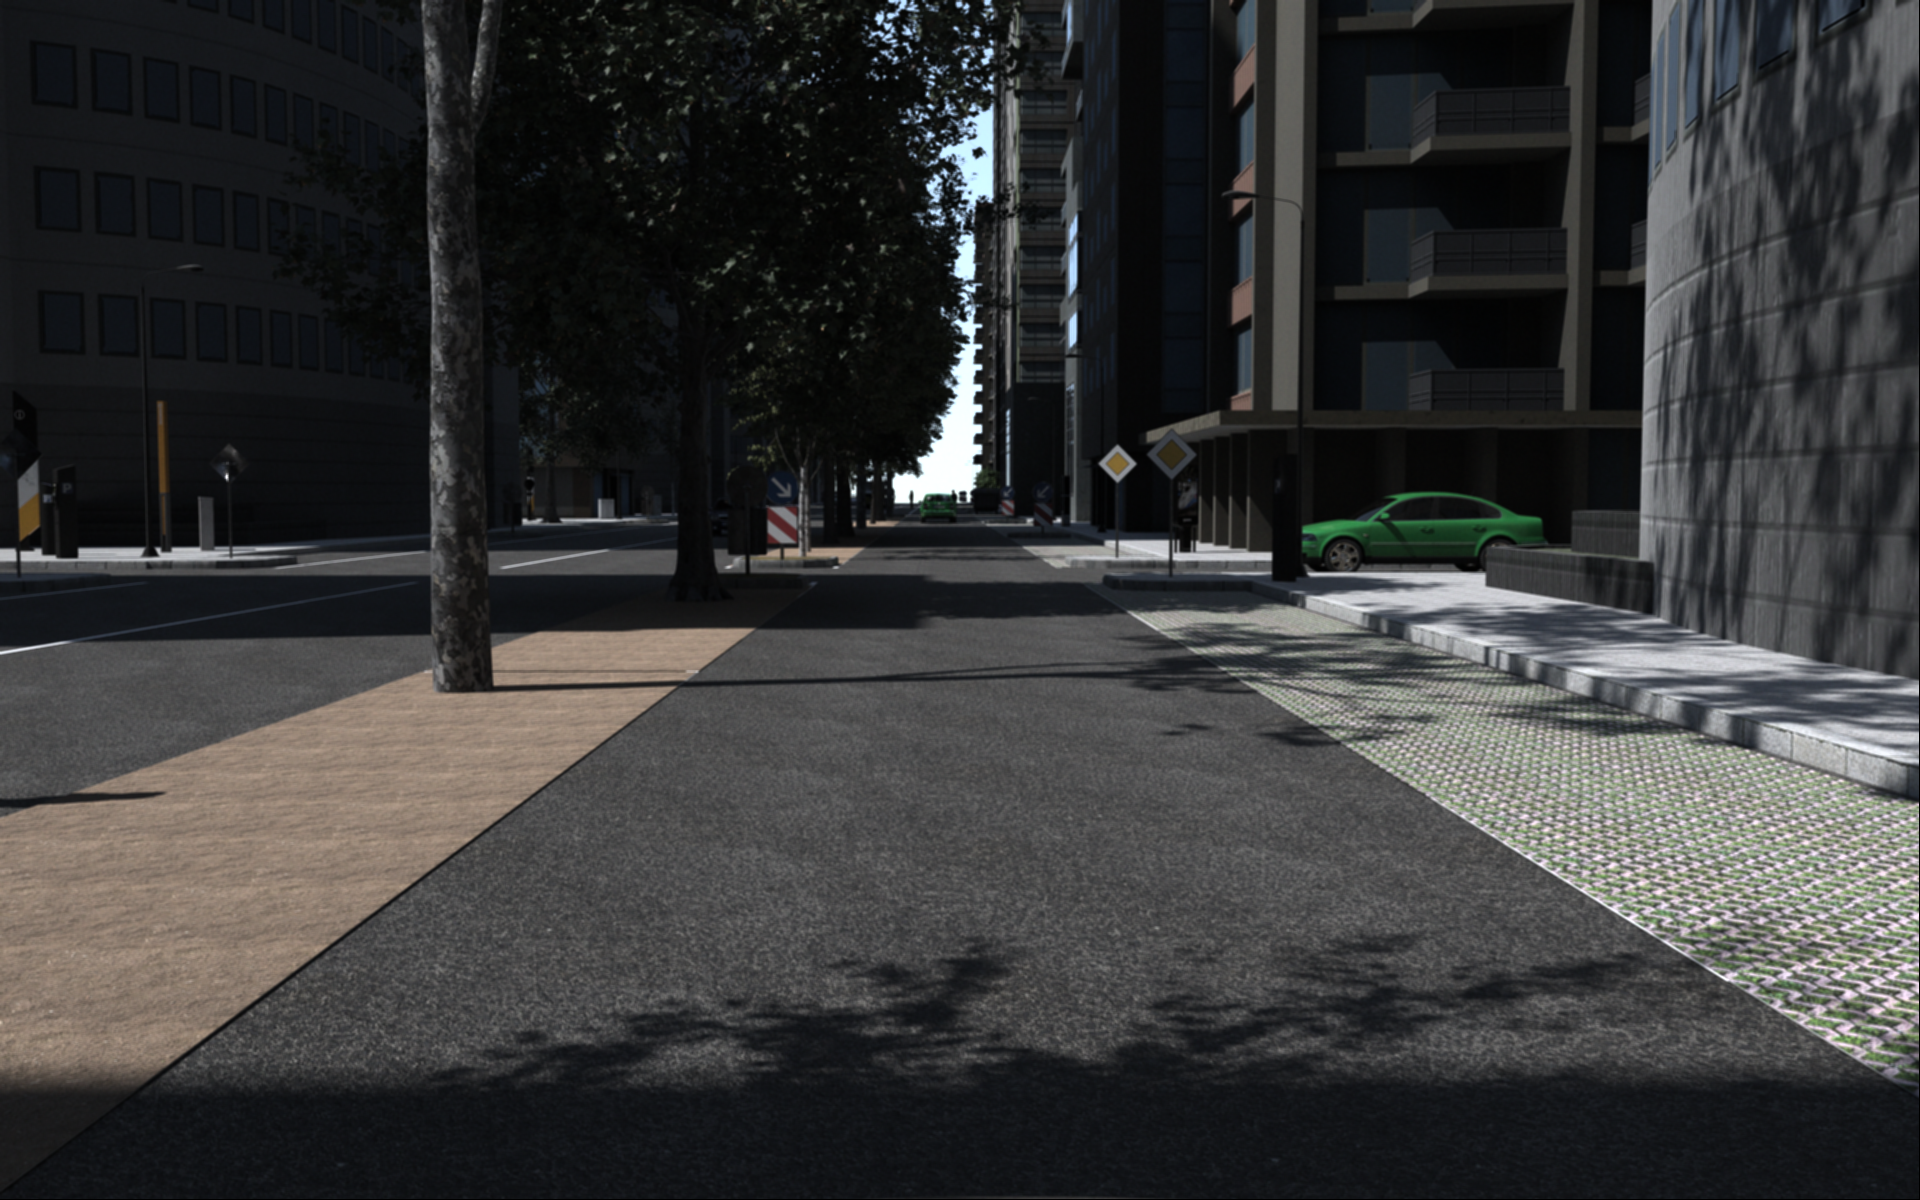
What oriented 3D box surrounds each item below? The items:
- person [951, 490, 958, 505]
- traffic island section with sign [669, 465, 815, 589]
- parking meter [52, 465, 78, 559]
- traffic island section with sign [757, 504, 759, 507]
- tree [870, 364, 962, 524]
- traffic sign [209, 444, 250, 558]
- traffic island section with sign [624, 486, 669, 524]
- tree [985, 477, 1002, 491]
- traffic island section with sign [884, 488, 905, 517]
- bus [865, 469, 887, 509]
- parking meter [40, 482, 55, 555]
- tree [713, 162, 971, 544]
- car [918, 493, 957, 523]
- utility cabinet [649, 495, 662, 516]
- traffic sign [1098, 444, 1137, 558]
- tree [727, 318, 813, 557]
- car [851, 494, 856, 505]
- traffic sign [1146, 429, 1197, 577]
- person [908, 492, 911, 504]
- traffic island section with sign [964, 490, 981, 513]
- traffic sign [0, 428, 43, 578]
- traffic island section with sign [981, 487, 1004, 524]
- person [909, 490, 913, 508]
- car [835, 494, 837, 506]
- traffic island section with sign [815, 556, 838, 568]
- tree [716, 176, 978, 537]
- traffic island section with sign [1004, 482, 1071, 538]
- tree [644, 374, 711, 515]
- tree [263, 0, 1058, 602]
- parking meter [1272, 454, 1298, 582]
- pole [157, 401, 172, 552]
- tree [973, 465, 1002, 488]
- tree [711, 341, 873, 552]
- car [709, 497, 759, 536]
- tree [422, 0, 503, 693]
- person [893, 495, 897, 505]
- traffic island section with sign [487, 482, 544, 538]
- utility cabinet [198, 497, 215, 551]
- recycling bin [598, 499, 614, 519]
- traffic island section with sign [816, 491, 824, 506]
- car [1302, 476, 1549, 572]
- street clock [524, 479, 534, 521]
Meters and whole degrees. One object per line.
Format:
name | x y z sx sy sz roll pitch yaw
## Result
person | -0.627 -7.669 134.411 0.750 1.759 0.617 -2 4 -33
traffic island section with sign | -3.381 -1.151 26.957 2.006 1.907 1.989 0 4 -1
parking meter | -17.837 -1.761 34.506 0.255 1.863 0.399 3 5 44
traffic island section with sign | -15.899 -7.688 134.329 1.989 1.847 2.006 0 4 -1
tree | -4.169 -8.864 81.796 8.767 10.594 7.601 0 4 -1
traffic sign | -14.542 -1.887 34.499 0.795 2.450 0.064 0 4 -1
traffic island section with sign | -15.240 -4.635 84.416 1.989 1.847 2.006 0 4 -1
tree | 3.923 -12.199 194.047 1.663 3.219 1.824 0 3 0
traffic island section with sign | -4.483 -6.199 109.496 2.006 1.907 1.989 0 4 -1
bus | -8.492 -11.052 172.243 2.896 3.916 12.252 0 3 0
parking meter | -19.093 -1.710 36.370 0.372 1.533 0.369 0 3 0
tree | -3.593 -7.832 48.630 7.486 12.596 7.792 0 3 0
car | -1.114 -4.780 86.942 1.959 1.807 4.718 0 4 -2
utility cabinet | -18.225 -5.659 103.692 0.306 1.237 1.020 1 4 18
traffic sign | 3.151 -1.900 34.714 0.795 2.450 0.064 0 4 -1
tree | -3.460 -5.182 37.540 4.737 8.622 4.395 0 3 0
car | -12.415 -11.573 201.218 2.014 1.417 4.499 0 4 -2
traffic sign | 3.257 -1.412 26.730 0.795 2.450 0.064 0 4 -1
person | -7.135 -14.886 251.960 0.705 1.814 1.350 -3 4 -36
traffic island section with sign | 1.518 -7.707 134.631 1.989 1.847 2.006 0 4 -1
traffic sign | -14.436 -1.399 26.515 0.795 2.450 0.064 0 4 -1
traffic island section with sign | 2.181 -4.621 84.174 1.989 1.847 2.006 0 4 -1
person | -4.873 -10.099 173.637 0.705 1.822 1.348 -1 4 -16
car | -13.205 -10.368 181.321 2.131 1.459 4.920 0 4 1
traffic island section with sign | -3.471 -1.604 34.364 2.006 1.907 1.989 0 4 -1
tree | -3.838 -9.066 57.339 9.857 13.997 8.962 0 3 0
traffic island section with sign | 2.561 -2.939 56.677 1.989 1.847 2.006 0 4 -1
tree | -17.579 -9.593 107.212 4.360 8.622 3.978 0 3 0
tree | -3.555 -6.322 22.836 9.611 12.733 9.660 0 3 0
parking meter | 4.769 -1.207 25.442 0.255 1.863 0.399 -1 4 -11
pole | -17.491 -2.705 38.067 0.158 3.312 0.155 0 3 0
tree | 3.151 -13.055 197.166 4.285 4.588 4.351 0 3 0
tree | -3.734 -5.465 42.176 4.360 8.622 3.978 0 3 0
car | -7.815 -2.910 60.162 1.945 1.354 3.894 0 4 -2
tree | -2.389 -9.345 11.142 12.611 20.169 13.585 0 3 0
person | -8.911 -13.796 234.748 0.721 1.739 1.217 -2 4 -28
traffic island section with sign | -14.873 -2.976 57.284 1.989 1.847 2.006 0 4 -1
utility cabinet | -17.224 -1.740 39.612 0.306 1.237 1.020 -2 4 -25
recycling bin | -18.213 -4.687 89.180 0.722 1.027 0.722 -1 4 -20
traffic island section with sign | -16.991 -12.714 216.493 1.989 1.847 2.006 0 4 -1
car | 8.077 -1.366 31.125 4.718 1.807 1.959 0 4 -1
street clock | -20.638 -4.798 83.021 0.471 2.002 0.358 -1 4 -15
